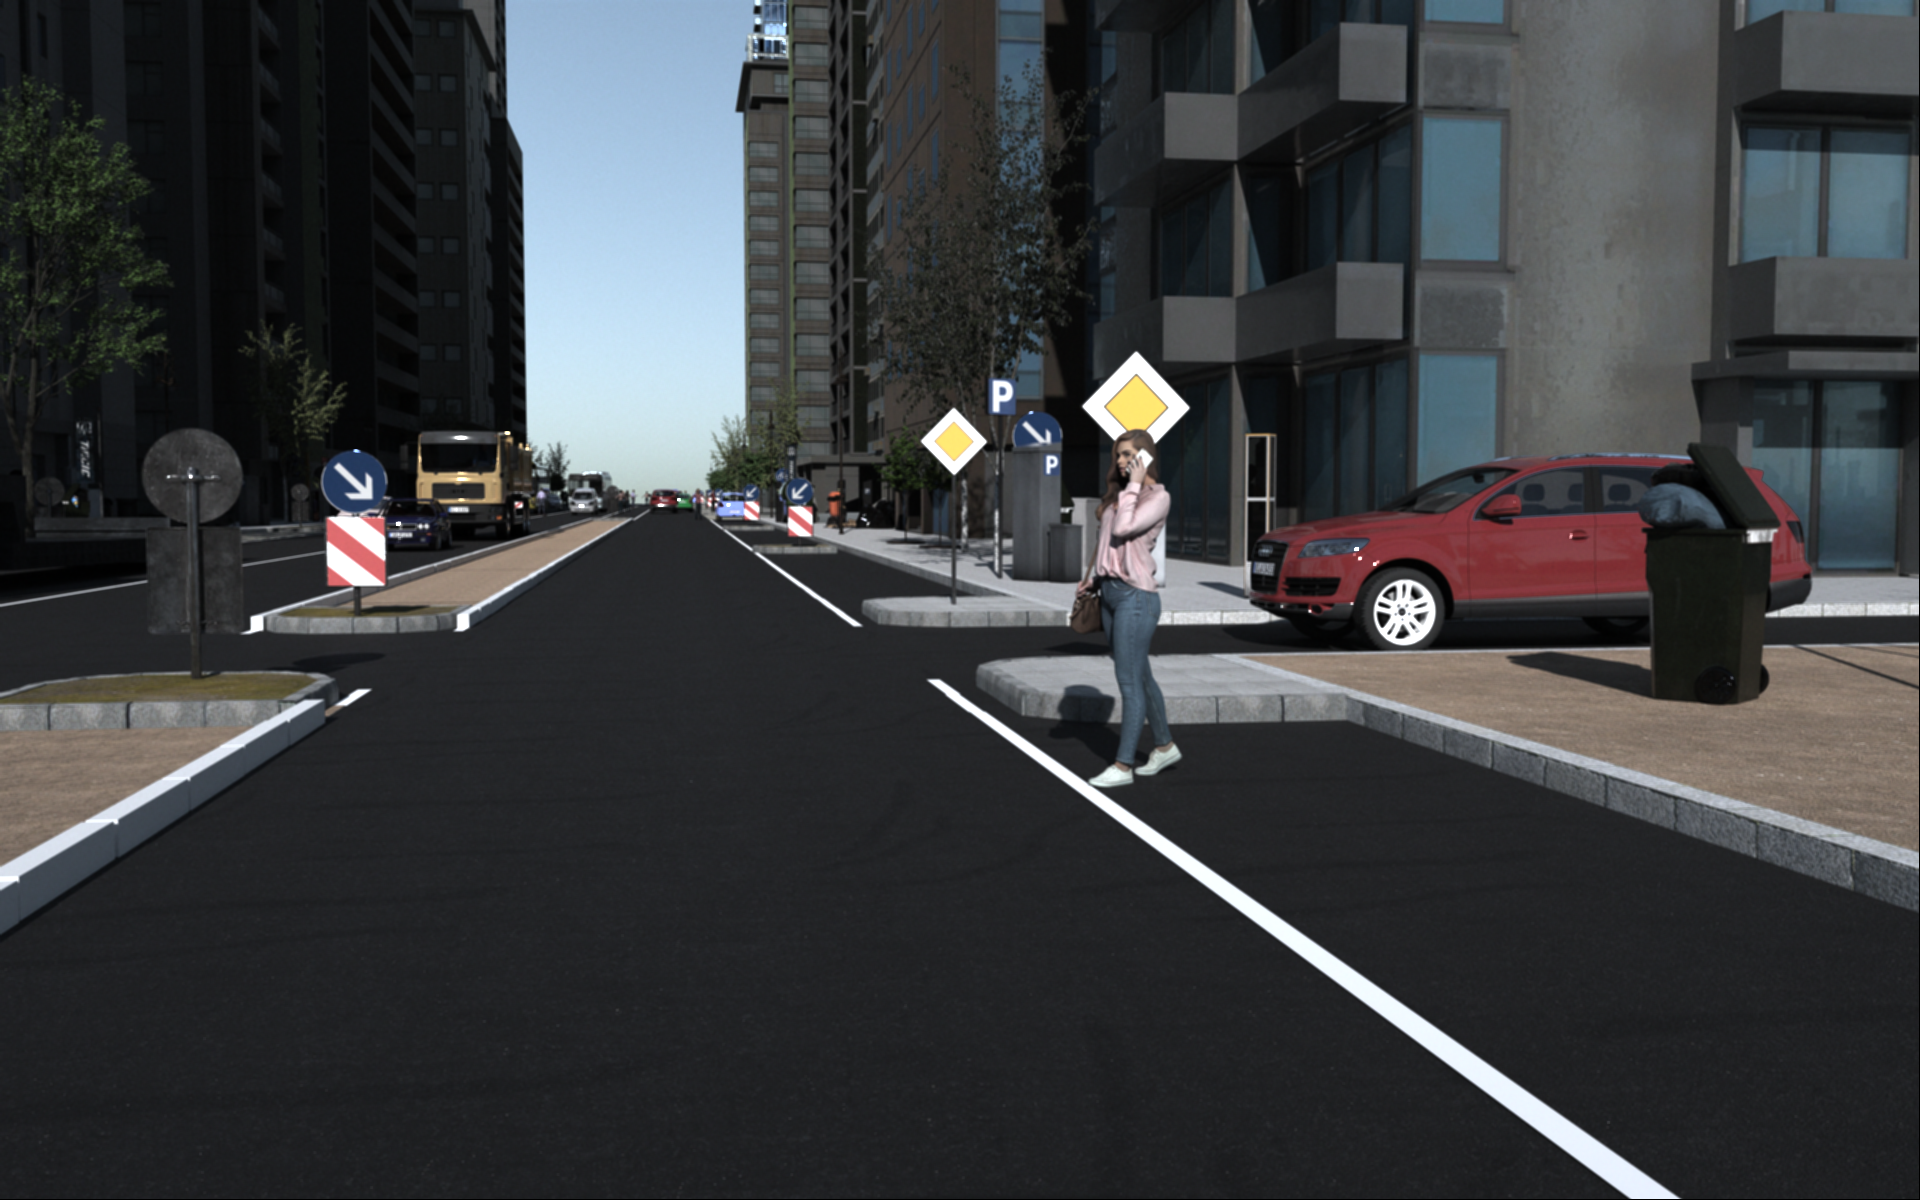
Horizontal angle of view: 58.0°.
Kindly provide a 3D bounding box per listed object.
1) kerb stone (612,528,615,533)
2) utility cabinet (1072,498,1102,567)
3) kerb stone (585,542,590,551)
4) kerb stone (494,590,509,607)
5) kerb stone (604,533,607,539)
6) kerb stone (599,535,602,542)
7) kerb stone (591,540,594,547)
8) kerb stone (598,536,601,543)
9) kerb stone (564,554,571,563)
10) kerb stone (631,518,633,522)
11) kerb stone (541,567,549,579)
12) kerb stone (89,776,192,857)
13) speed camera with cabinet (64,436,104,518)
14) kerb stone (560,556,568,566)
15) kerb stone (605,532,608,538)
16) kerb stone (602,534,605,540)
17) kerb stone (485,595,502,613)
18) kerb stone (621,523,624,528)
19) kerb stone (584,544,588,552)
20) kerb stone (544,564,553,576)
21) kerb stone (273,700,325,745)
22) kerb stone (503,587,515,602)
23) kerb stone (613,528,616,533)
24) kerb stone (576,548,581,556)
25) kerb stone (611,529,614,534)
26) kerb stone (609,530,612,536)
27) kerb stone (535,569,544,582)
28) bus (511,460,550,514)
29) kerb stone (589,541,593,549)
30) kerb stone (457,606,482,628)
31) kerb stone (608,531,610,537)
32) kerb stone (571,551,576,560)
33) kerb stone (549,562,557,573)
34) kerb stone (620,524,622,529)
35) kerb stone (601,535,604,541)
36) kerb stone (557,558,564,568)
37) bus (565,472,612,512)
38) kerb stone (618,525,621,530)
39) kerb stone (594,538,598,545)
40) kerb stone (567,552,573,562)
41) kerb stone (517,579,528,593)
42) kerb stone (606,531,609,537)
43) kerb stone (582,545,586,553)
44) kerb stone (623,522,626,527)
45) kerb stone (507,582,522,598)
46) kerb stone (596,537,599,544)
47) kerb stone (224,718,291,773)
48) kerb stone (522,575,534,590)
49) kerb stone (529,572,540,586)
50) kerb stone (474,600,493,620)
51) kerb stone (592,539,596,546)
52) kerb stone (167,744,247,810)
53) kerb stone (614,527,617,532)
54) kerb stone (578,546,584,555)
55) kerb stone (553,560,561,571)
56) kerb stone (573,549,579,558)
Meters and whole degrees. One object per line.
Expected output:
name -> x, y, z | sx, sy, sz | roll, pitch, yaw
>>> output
kerb stone -> -12.215, -2.338, 60.434 | 0.120, 0.150, 1.000 | -1, 4, -9
utility cabinet -> 2.268, -1.206, 30.875 | 0.306, 1.237, 1.020 | 1, 4, 20
kerb stone -> -9.379, -1.286, 43.223 | 0.120, 0.150, 1.000 | -1, 4, -9
kerb stone -> -5.876, 0.011, 22.019 | 0.120, 0.150, 1.000 | -1, 4, -9
kerb stone -> -11.044, -1.901, 53.349 | 0.120, 0.150, 1.000 | -1, 4, -9
kerb stone -> -10.547, -1.714, 50.316 | 0.120, 0.150, 1.000 | -1, 4, -9
kerb stone -> -9.714, -1.410, 45.253 | 0.120, 0.150, 1.000 | -1, 4, -9
kerb stone -> -10.375, -1.657, 49.308 | 0.120, 0.150, 1.000 | -1, 4, -9
kerb stone -> -8.044, -0.792, 35.137 | 0.120, 0.150, 1.000 | -1, 4, -9
kerb stone -> -16.217, -3.819, 84.726 | 0.120, 0.150, 1.000 | -1, 4, -9
kerb stone -> -7.045, -0.419, 29.083 | 0.120, 0.150, 1.000 | -1, 4, -9
kerb stone -> -3.457, 0.911, 7.308 | 0.120, 0.150, 1.000 | -1, 4, -9
speed camera with cabinet -> -29.653, -3.931, 58.605 | 2.038, 3.252, 0.660 | 3, 5, 44
kerb stone -> -7.877, -0.730, 34.127 | 0.120, 0.150, 1.000 | -1, 4, -9
kerb stone -> -11.221, -1.967, 54.355 | 0.120, 0.150, 1.000 | -1, 4, -9
kerb stone -> -10.876, -1.844, 52.341 | 0.120, 0.150, 1.000 | -1, 4, -9
kerb stone -> -5.704, 0.072, 21.012 | 0.120, 0.150, 1.000 | -1, 4, -9
kerb stone -> -13.887, -2.958, 70.559 | 0.120, 0.150, 1.000 | -1, 4, -9
kerb stone -> -9.210, -1.222, 42.215 | 0.120, 0.150, 1.000 | -1, 4, -9
kerb stone -> -7.209, -0.482, 30.094 | 0.120, 0.150, 1.000 | -1, 4, -9
kerb stone -> -3.954, 0.728, 10.341 | 0.120, 0.150, 1.000 | -1, 4, -9
kerb stone -> -6.053, -0.044, 23.030 | 0.120, 0.150, 1.000 | -1, 4, -9
kerb stone -> -12.379, -2.401, 61.446 | 0.120, 0.150, 1.000 | -1, 4, -9
kerb stone -> -8.711, -1.039, 39.186 | 0.120, 0.150, 1.000 | -1, 4, -9
kerb stone -> -12.046, -2.276, 59.425 | 0.120, 0.150, 1.000 | -1, 4, -9
kerb stone -> -11.709, -2.153, 57.391 | 0.120, 0.150, 1.000 | -1, 4, -9
kerb stone -> -6.884, -0.359, 28.073 | 0.120, 0.150, 1.000 | -1, 4, -9
bus -> -31.613, -8.227, 126.058 | 2.896, 3.916, 12.252 | -1, 4, -9
kerb stone -> -9.537, -1.348, 44.239 | 0.120, 0.150, 1.000 | -1, 4, -9
kerb stone -> -5.387, 0.201, 18.988 | 0.120, 0.150, 1.000 | -1, 4, -9
kerb stone -> -11.541, -2.090, 56.374 | 0.120, 0.150, 1.000 | -1, 4, -9
kerb stone -> -8.375, -0.915, 37.156 | 0.120, 0.150, 1.000 | -1, 4, -9
kerb stone -> -7.380, -0.538, 31.102 | 0.120, 0.150, 1.000 | -1, 4, -9
kerb stone -> -13.548, -2.834, 68.532 | 0.120, 0.150, 1.000 | -1, 4, -9
kerb stone -> -10.715, -1.782, 51.331 | 0.120, 0.150, 1.000 | -1, 4, -9
kerb stone -> -7.717, -0.668, 33.117 | 0.120, 0.150, 1.000 | -1, 4, -9
bus -> -29.307, -8.719, 137.407 | 2.948, 3.499, 13.247 | 0, 4, -8
kerb stone -> -13.210, -2.707, 66.505 | 0.120, 0.150, 1.000 | -1, 4, -9
kerb stone -> -10.044, -1.534, 47.280 | 0.120, 0.150, 1.000 | -1, 4, -9
kerb stone -> -8.214, -0.853, 36.145 | 0.120, 0.150, 1.000 | -1, 4, -9
kerb stone -> -6.385, -0.174, 25.046 | 0.120, 0.150, 1.000 | -1, 4, -9
kerb stone -> -11.372, -2.027, 55.367 | 0.120, 0.150, 1.000 | -1, 4, -9
kerb stone -> -9.046, -1.160, 41.206 | 0.120, 0.150, 1.000 | -1, 4, -9
kerb stone -> -14.393, -3.143, 73.589 | 0.120, 0.150, 1.000 | -1, 4, -9
kerb stone -> -6.220, -0.112, 24.038 | 0.120, 0.150, 1.000 | -1, 4, -9
kerb stone -> -10.211, -1.595, 48.288 | 0.120, 0.150, 1.000 | -1, 4, -9
kerb stone -> -3.792, 0.787, 9.329 | 0.120, 0.150, 1.000 | -1, 4, -9
kerb stone -> -6.545, -0.236, 26.056 | 0.120, 0.150, 1.000 | -1, 4, -9
kerb stone -> -6.705, -0.295, 27.067 | 0.120, 0.150, 1.000 | -1, 4, -9
kerb stone -> -5.544, 0.134, 20.002 | 0.120, 0.150, 1.000 | -1, 4, -9
kerb stone -> -9.880, -1.471, 46.270 | 0.120, 0.150, 1.000 | -1, 4, -9
kerb stone -> -3.622, 0.849, 8.317 | 0.120, 0.150, 1.000 | -1, 4, -9
kerb stone -> -12.545, -2.462, 62.455 | 0.120, 0.150, 1.000 | -1, 4, -9
kerb stone -> -8.878, -1.101, 40.198 | 0.120, 0.150, 1.000 | -1, 4, -9
kerb stone -> -7.547, -0.606, 32.110 | 0.120, 0.150, 1.000 | -1, 4, -9
kerb stone -> -8.546, -0.977, 38.169 | 0.120, 0.150, 1.000 | -1, 4, -9
